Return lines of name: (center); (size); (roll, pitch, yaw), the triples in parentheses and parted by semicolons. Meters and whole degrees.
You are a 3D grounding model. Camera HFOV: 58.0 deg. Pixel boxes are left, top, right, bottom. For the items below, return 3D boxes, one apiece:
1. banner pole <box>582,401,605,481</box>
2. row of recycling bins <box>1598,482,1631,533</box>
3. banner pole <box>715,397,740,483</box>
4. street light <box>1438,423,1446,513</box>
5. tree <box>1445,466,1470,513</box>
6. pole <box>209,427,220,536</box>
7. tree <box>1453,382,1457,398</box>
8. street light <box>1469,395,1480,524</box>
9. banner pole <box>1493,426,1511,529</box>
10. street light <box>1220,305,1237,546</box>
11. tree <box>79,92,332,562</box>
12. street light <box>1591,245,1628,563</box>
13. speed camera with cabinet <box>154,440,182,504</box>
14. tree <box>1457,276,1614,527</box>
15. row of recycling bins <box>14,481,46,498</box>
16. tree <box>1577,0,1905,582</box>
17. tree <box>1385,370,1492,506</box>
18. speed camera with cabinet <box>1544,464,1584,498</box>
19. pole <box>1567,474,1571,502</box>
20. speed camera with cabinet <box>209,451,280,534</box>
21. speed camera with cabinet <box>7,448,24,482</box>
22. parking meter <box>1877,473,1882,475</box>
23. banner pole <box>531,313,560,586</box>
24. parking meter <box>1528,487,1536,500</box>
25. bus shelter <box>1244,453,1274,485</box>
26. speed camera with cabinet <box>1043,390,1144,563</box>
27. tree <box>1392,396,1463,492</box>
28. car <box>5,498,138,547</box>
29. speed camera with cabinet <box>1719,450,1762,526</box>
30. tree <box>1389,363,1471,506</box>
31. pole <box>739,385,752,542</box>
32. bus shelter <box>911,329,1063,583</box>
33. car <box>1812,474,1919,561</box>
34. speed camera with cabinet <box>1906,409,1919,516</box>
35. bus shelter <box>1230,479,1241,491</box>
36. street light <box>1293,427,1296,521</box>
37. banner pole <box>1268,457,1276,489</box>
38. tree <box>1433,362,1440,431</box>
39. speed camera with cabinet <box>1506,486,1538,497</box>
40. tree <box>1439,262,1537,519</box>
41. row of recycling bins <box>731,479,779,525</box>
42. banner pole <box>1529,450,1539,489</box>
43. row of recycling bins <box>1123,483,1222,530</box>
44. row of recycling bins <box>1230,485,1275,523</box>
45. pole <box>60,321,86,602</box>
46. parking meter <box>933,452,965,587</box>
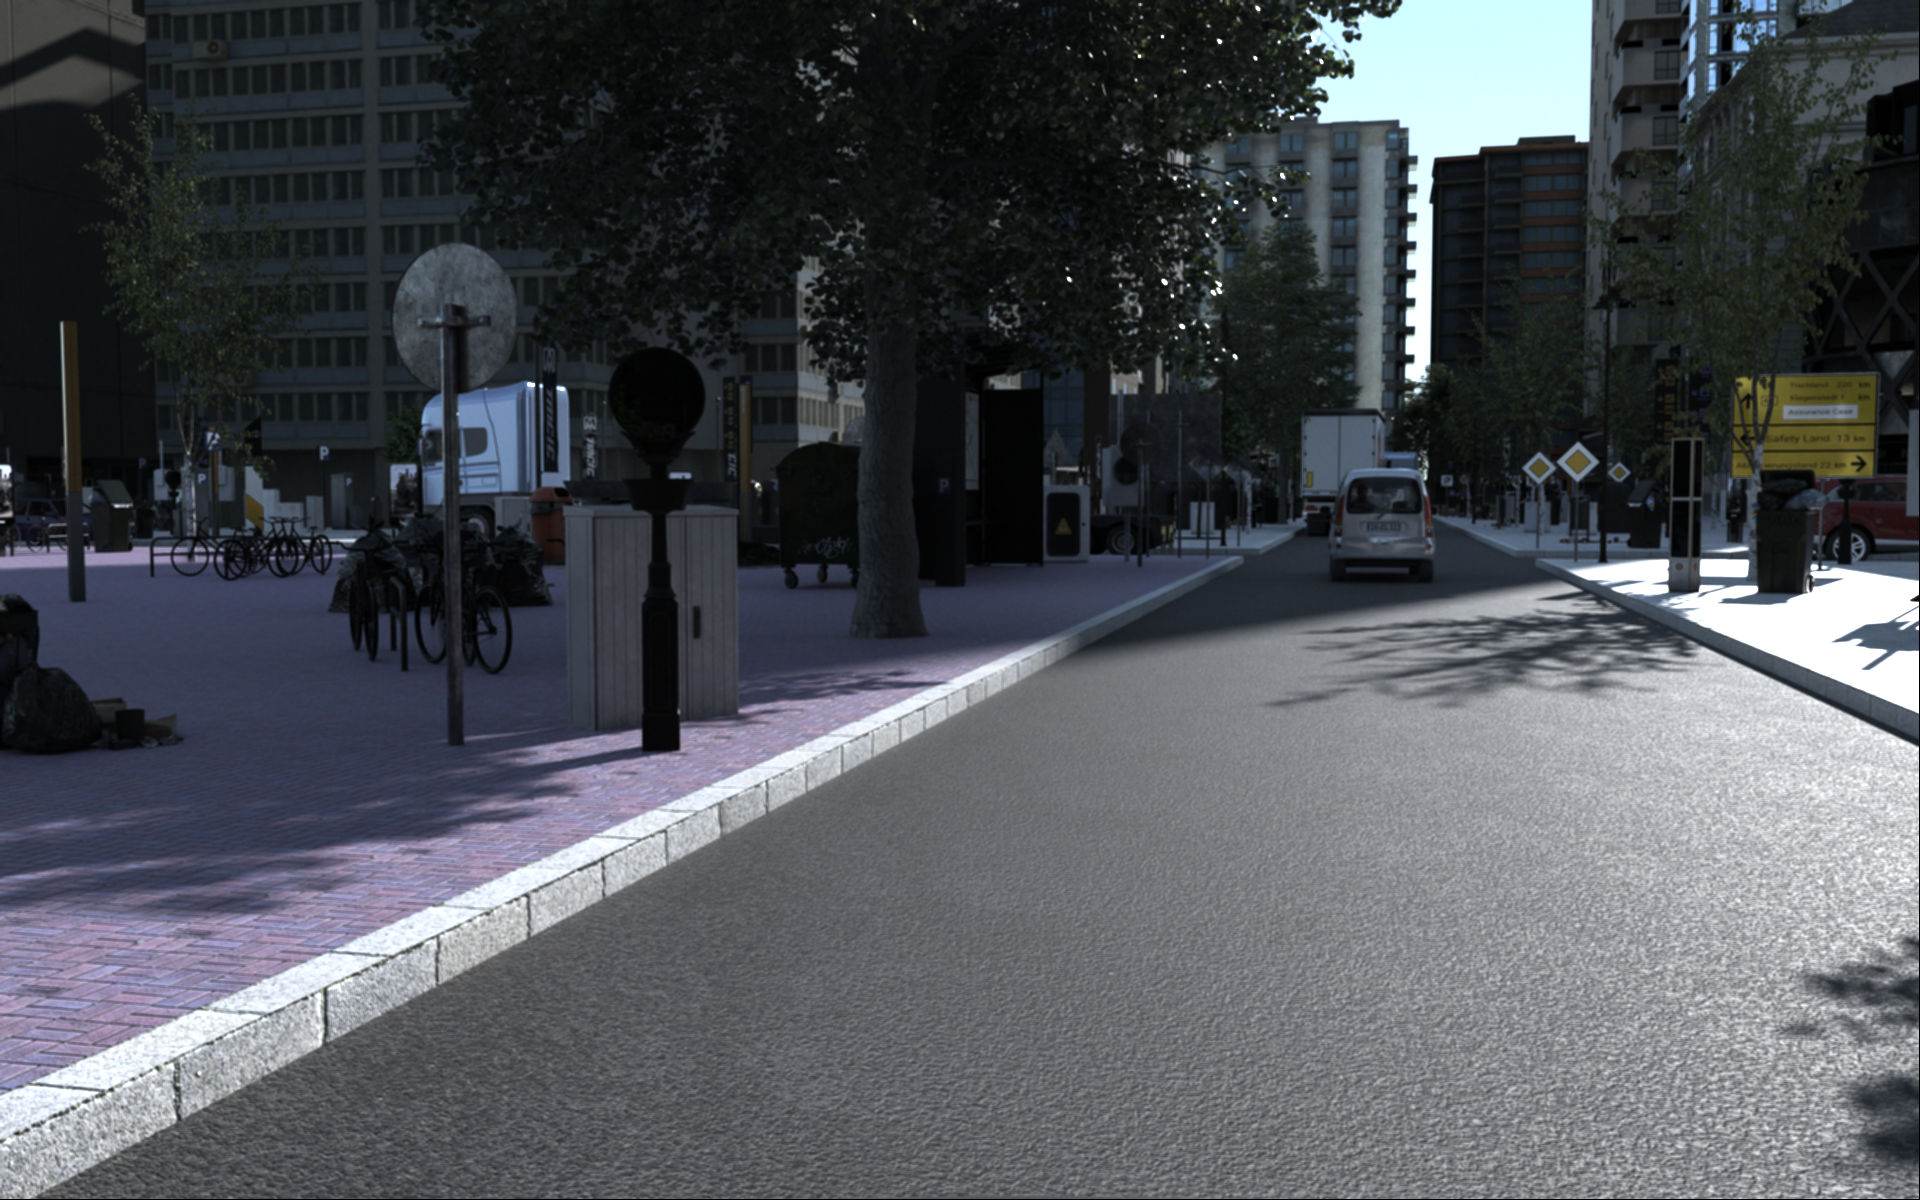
banner pole: (-9.808, -3.465, 46.671); (0.863, 3.779, 0.401); (-3, 5, -40)
row of recycling bins: (22.056, -3.129, 58.274); (1.069, 1.692, 3.534); (1, 4, 18)
banner pole: (-6.056, -3.359, 44.944); (0.863, 3.779, 0.401); (0, 4, 7)
street light: (31.344, -8.566, 112.843); (0.468, 5.910, 1.993); (1, 4, 13)
tree: (33.702, -7.514, 117.449); (1.663, 3.219, 1.824); (0, 3, 0)
pole: (-22.557, -3.582, 52.404); (0.158, 3.312, 0.155); (0, 3, 0)
tree: (21.499, -7.135, 67.016); (4.360, 8.622, 3.978); (0, 3, 0)
street light: (22.193, -6.230, 74.648); (0.468, 5.910, 1.993); (1, 4, 13)
banner pole: (19.944, -4.497, 63.549); (0.863, 3.779, 0.401); (-3, 5, -41)
street light: (6.503, -4.271, 42.612); (0.468, 5.910, 1.993); (1, 4, 13)
tree: (-14.280, -5.013, 32.317); (4.737, 8.622, 4.395); (0, 3, 0)
street light: (12.057, -3.640, 32.307); (0.468, 5.910, 1.993); (1, 4, 13)
speed camera with cabinet: (-28.704, -4.248, 63.788); (2.038, 3.252, 0.660); (1, 4, 22)
tree: (19.826, -6.683, 59.627); (4.360, 8.622, 3.978); (0, 3, 0)
row of recycling bins: (-30.811, -3.028, 56.615); (1.069, 1.692, 3.534); (-3, 5, -42)
tree: (11.599, -4.591, 25.432); (4.737, 8.622, 4.395); (0, 3, 0)
tree: (35.655, -11.937, 129.583); (8.767, 10.594, 7.601); (-2, 4, -23)
speed camera with cabinet: (32.914, -6.103, 94.125); (2.038, 3.252, 0.660); (-1, 4, -22)
pole: (30.249, -5.637, 86.009); (0.158, 3.312, 0.155); (0, 3, 0)
speed camera with cabinet: (-23.275, -3.793, 56.351); (2.038, 3.252, 0.660); (-1, 4, -11)
speed camera with cabinet: (-39.764, -4.839, 73.455); (2.038, 3.252, 0.660); (2, 4, 33)
parking meter: (25.005, -2.529, 47.054); (0.255, 1.863, 0.399); (-3, 5, -45)
banner pole: (-5.815, -2.097, 24.302); (0.401, 3.779, 0.863); (1, 4, 13)
parking meter: (33.231, -5.804, 100.614); (0.399, 1.863, 0.255); (0, 4, 6)
bus shelter: (17.613, -6.838, 103.079); (1.731, 3.624, 6.357); (1, 4, 14)
speed camera with cabinet: (2.412, -2.337, 32.553); (2.038, 3.252, 0.660); (-1, 4, -13)
tree: (45.762, -14.873, 168.936); (9.928, 11.665, 9.643); (0, 3, 0)
car: (-24.041, -2.053, 46.148); (3.894, 1.354, 1.945); (1, 4, 14)
speed camera with cabinet: (31.402, -4.577, 69.175); (2.038, 3.252, 0.660); (-2, 4, -24)
tree: (41.021, -14.142, 149.354); (7.486, 12.596, 7.792); (0, 3, 0)
pole: (-4.009, -2.357, 32.379); (0.158, 3.312, 0.155); (0, 3, 0)
bus shelter: (0.291, -2.239, 27.893); (1.731, 3.624, 6.357); (1, 4, 14)
car: (18.970, -1.570, 34.344); (5.304, 1.827, 2.281); (1, 4, 11)
speed camera with cabinet: (10.517, -1.392, 17.091); (0.660, 3.252, 2.038); (-2, 4, -32)
bus shelter: (12.732, -5.745, 85.212); (1.731, 3.624, 6.357); (1, 4, 14)
street light: (15.683, -6.623, 81.080); (0.468, 5.910, 1.993); (1, 4, 13)
banner pole: (19.816, -7.361, 110.376); (0.401, 3.779, 0.863); (-3, 5, -40)
tree: (26.189, -8.467, 88.801); (4.737, 8.622, 4.395); (0, 3, 0)
speed camera with cabinet: (33.142, -6.571, 101.776); (2.038, 3.252, 0.660); (2, 4, 34)
tree: (17.842, -6.313, 53.580); (4.737, 8.622, 4.395); (0, 3, 0)
row of recycling bins: (-4.985, -2.574, 49.196); (3.534, 1.692, 1.069); (-3, 5, -42)
banner pole: (32.474, -6.591, 97.782); (0.863, 3.779, 0.401); (-1, 4, -21)
row of recycling bins: (7.790, -3.396, 62.637); (3.534, 1.692, 1.069); (1, 4, 13)
row of recycling bins: (12.272, -4.259, 76.751); (3.534, 1.692, 1.069); (2, 4, 30)
pole: (-10.533, -1.635, 20.568); (0.158, 3.312, 0.155); (0, 3, 0)
parking meter: (-0.149, -1.122, 24.057); (0.399, 1.863, 0.255); (3, 5, 40)
